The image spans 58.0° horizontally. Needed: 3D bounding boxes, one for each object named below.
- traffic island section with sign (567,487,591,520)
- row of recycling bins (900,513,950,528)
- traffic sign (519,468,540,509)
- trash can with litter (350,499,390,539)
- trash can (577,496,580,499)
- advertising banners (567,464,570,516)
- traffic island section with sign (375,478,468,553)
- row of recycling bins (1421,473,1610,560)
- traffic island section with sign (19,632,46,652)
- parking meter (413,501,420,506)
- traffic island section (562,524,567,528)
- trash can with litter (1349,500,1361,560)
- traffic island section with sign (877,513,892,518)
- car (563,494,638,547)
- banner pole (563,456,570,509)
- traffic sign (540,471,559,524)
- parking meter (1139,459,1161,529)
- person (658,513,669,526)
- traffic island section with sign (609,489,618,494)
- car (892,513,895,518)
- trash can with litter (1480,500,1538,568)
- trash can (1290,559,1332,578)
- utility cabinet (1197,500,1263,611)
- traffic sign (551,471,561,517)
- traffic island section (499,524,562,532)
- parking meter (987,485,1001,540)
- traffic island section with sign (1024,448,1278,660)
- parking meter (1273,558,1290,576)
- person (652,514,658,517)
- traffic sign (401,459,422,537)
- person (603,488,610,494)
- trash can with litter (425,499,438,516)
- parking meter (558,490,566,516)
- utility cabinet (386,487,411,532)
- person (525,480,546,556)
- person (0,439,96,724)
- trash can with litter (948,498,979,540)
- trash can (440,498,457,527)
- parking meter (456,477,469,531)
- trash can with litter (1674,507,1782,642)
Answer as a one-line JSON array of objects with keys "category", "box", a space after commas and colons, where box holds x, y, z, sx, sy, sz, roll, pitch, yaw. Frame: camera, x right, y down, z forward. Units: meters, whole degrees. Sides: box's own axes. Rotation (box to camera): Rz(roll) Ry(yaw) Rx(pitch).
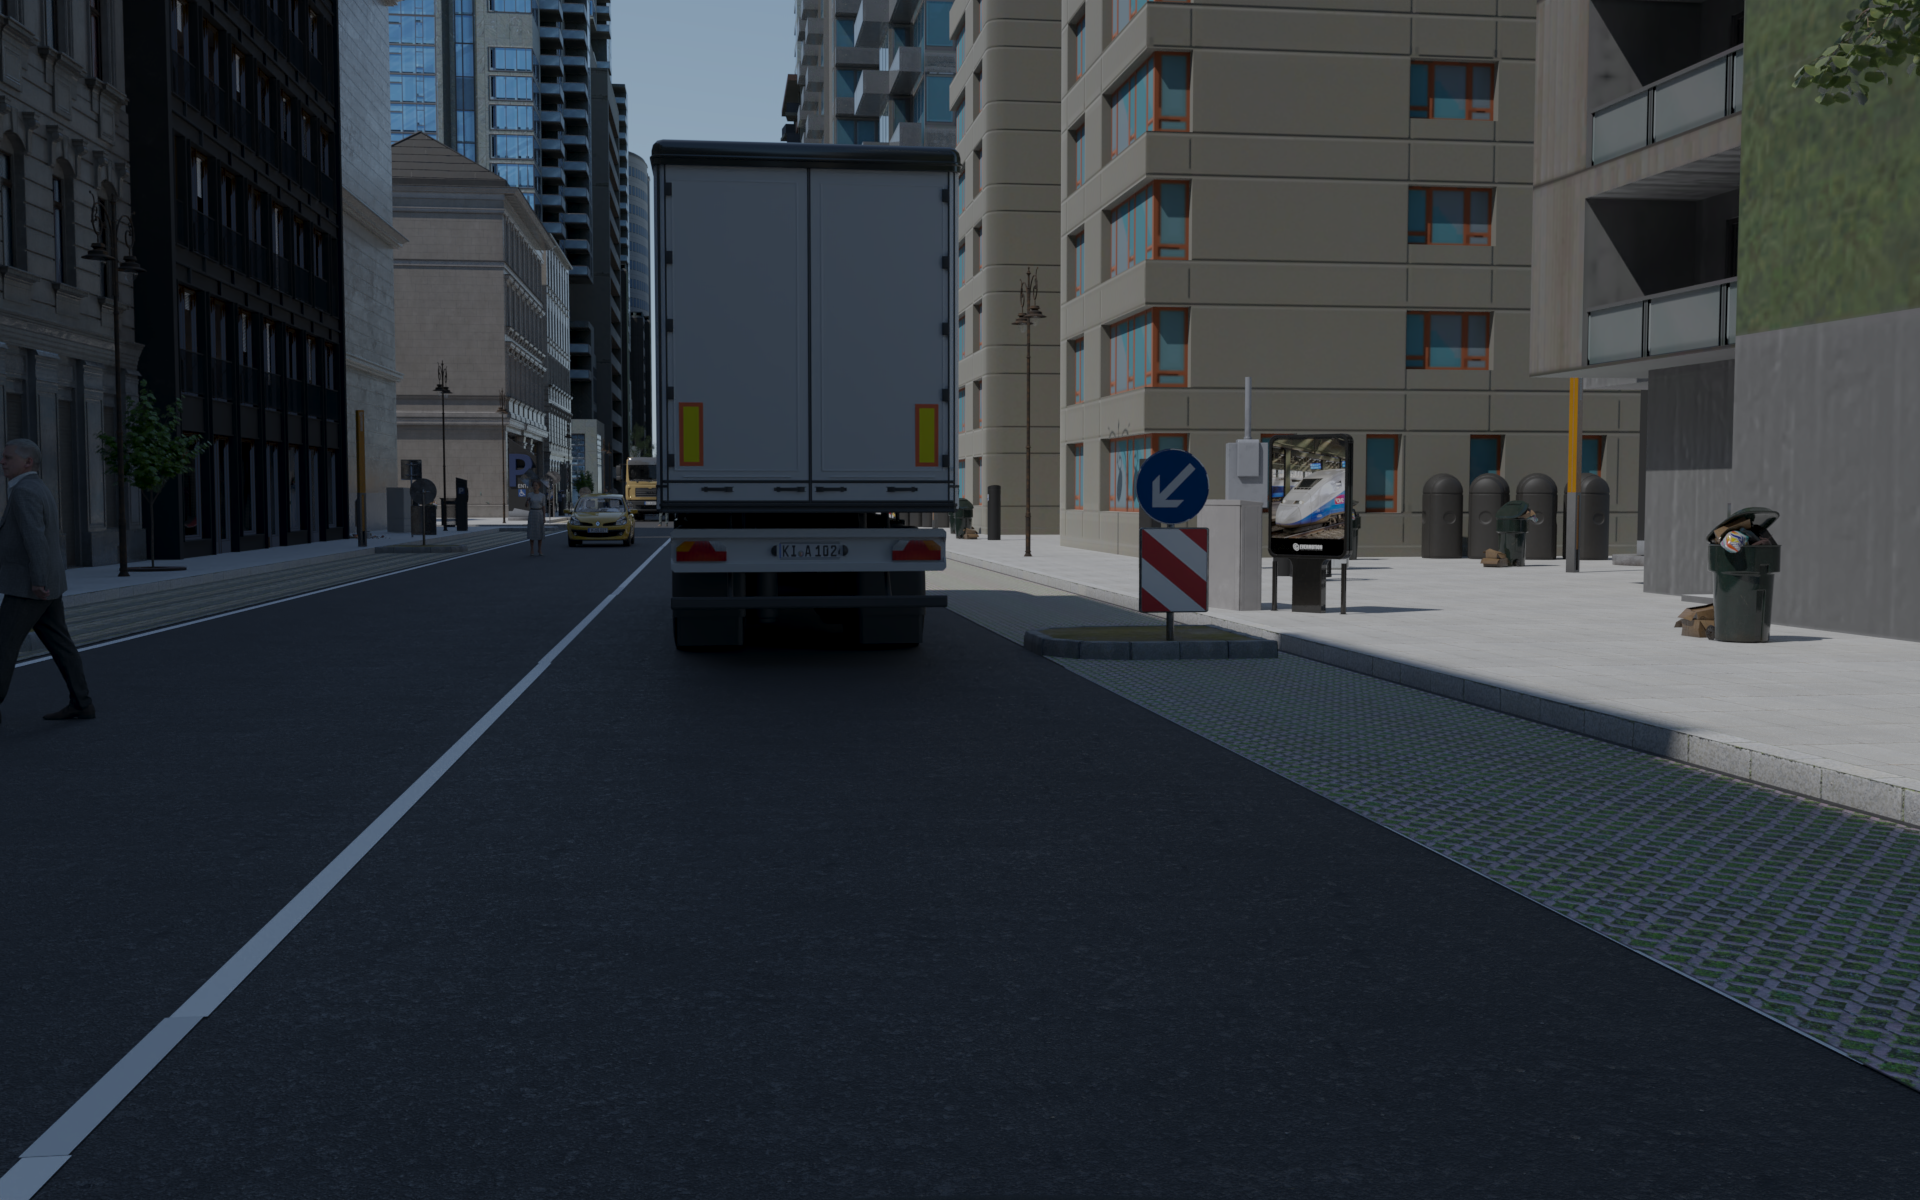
[{"category": "traffic island section with sign", "box": [-20.792, -5.363, 96.311, 1.989, 1.847, 2.006, 0, 4, -8]}, {"category": "row of recycling bins", "box": [-1.313, -3.666, 67.053, 1.069, 1.692, 3.534, -3, 4, -37]}, {"category": "traffic sign", "box": [-16.638, -3.877, 67.039, 0.795, 2.450, 0.064, 0, 4, -8]}, {"category": "trash can with litter", "box": [-17.322, -2.417, 50.568, 1.678, 1.210, 2.233, 0, 4, -6]}, {"category": "trash can", "box": [-25.837, -6.544, 118.645, 0.748, 1.137, 0.748, 0, 3, 0]}, {"category": "advertising banners", "box": [-23.363, -6.551, 103.290, 0.090, 3.025, 2.074, -1, 4, -10]}, {"category": "traffic island section with sign", "box": [-13.221, -2.080, 42.637, 1.989, 1.847, 2.006, 0, 4, -8]}, {"category": "row of recycling bins", "box": [10.928, -1.654, 34.154, 3.534, 1.692, 1.069, 1, 4, 17]}, {"category": "traffic island section with sign", "box": [-9.454, -0.446, 15.913, 1.989, 1.847, 2.006, 0, 4, -8]}, {"category": "parking meter", "box": [-19.204, -3.224, 61.125, 0.372, 1.533, 0.369, 0, 3, 0]}, {"category": "traffic island section", "box": [-17.776, -3.225, 75.004, 2.009, 0.180, 2.903, 0, 4, -8]}, {"category": "trash can with litter", "box": [7.290, -1.374, 33.845, 1.055, 1.170, 0.624, 2, 4, 33]}, {"category": "traffic island section with sign", "box": [-2.202, -2.105, 43.045, 1.989, 1.847, 2.006, 0, 4, -8]}, {"category": "car", "box": [-10.025, -2.340, 48.486, 2.015, 1.641, 3.980, -1, 4, -8]}, {"category": "banner pole", "box": [-26.041, -7.625, 114.680, 0.401, 3.779, 0.863, 1, 4, 22]}, {"category": "traffic sign", "box": [-17.754, -4.361, 74.946, 0.795, 2.450, 0.064, 0, 4, -8]}, {"category": "parking meter", "box": [3.156, -1.408, 28.733, 0.255, 1.863, 0.399, 2, 4, 32]}, {"category": "person", "box": [-13.178, -4.182, 77.053, 0.661, 1.801, 0.590, -2, 4, -27]}, {"category": "traffic island section with sign", "box": [-24.598, -7.010, 123.246, 1.989, 1.847, 2.006, 0, 4, -8]}, {"category": "car", "box": [-0.941, -3.940, 74.636, 3.980, 1.641, 2.015, -1, 4, -8]}, {"category": "trash can with litter", "box": [9.655, -1.169, 30.500, 1.055, 1.170, 0.624, -3, 5, -44]}, {"category": "trash can", "box": [5.187, -0.852, 25.586, 0.748, 1.137, 0.748, 0, 3, 0]}, {"category": "utility cabinet", "box": [3.026, -0.508, 19.470, 0.306, 1.237, 1.020, -1, 4, -20]}, {"category": "traffic sign", "box": [-22.317, -5.810, 95.106, 0.768, 2.556, 0.104, 0, 4, -1]}, {"category": "traffic island section", "box": [-16.661, -2.741, 67.097, 2.009, 0.180, 2.903, 0, 4, -8]}, {"category": "parking meter", "box": [0.949, -2.429, 48.122, 0.372, 1.533, 0.369, 0, 3, 0]}, {"category": "traffic island section with sign", "box": [1.638, -0.440, 15.815, 1.989, 1.847, 2.006, 0, 4, -8]}, {"category": "parking meter", "box": [5.090, -1.143, 27.101, 0.372, 1.533, 0.369, 0, 3, 0]}, {"category": "person", "box": [-19.093, -5.765, 107.780, 0.505, 1.210, 0.382, -2, 4, -30]}, {"category": "traffic sign", "box": [-16.227, -3.005, 51.260, 0.606, 2.300, 0.079, 0, 4, -7]}, {"category": "person", "box": [-23.159, -6.406, 113.148, 0.836, 1.842, 0.656, 3, 4, 38]}, {"category": "trash can with litter", "box": [-22.991, -3.855, 74.413, 1.055, 1.170, 0.624, -1, 4, -18]}, {"category": "parking meter", "box": [-26.583, -6.579, 115.978, 0.372, 1.533, 0.369, 0, 3, 0]}, {"category": "utility cabinet", "box": [-18.566, -2.979, 57.377, 0.318, 1.500, 1.173, -3, 5, -45]}, {"category": "person", "box": [-9.874, -1.911, 40.313, 0.480, 1.755, 0.524, -1, 4, -23]}, {"category": "person", "box": [-5.888, -0.117, 10.815, 0.834, 1.777, 0.661, -2, 4, -29]}, {"category": "trash can with litter", "box": [0.245, -2.315, 49.236, 0.624, 1.170, 1.055, -2, 4, -26]}, {"category": "trash can", "box": [-19.827, -3.398, 67.215, 0.748, 1.137, 0.748, 0, 3, 0]}, {"category": "parking meter", "box": [-17.289, -3.331, 60.179, 0.399, 1.863, 0.255, 0, 4, -6]}, {"category": "trash can with litter", "box": [6.706, -0.237, 15.269, 0.624, 1.170, 1.055, -1, 4, -13]}]
